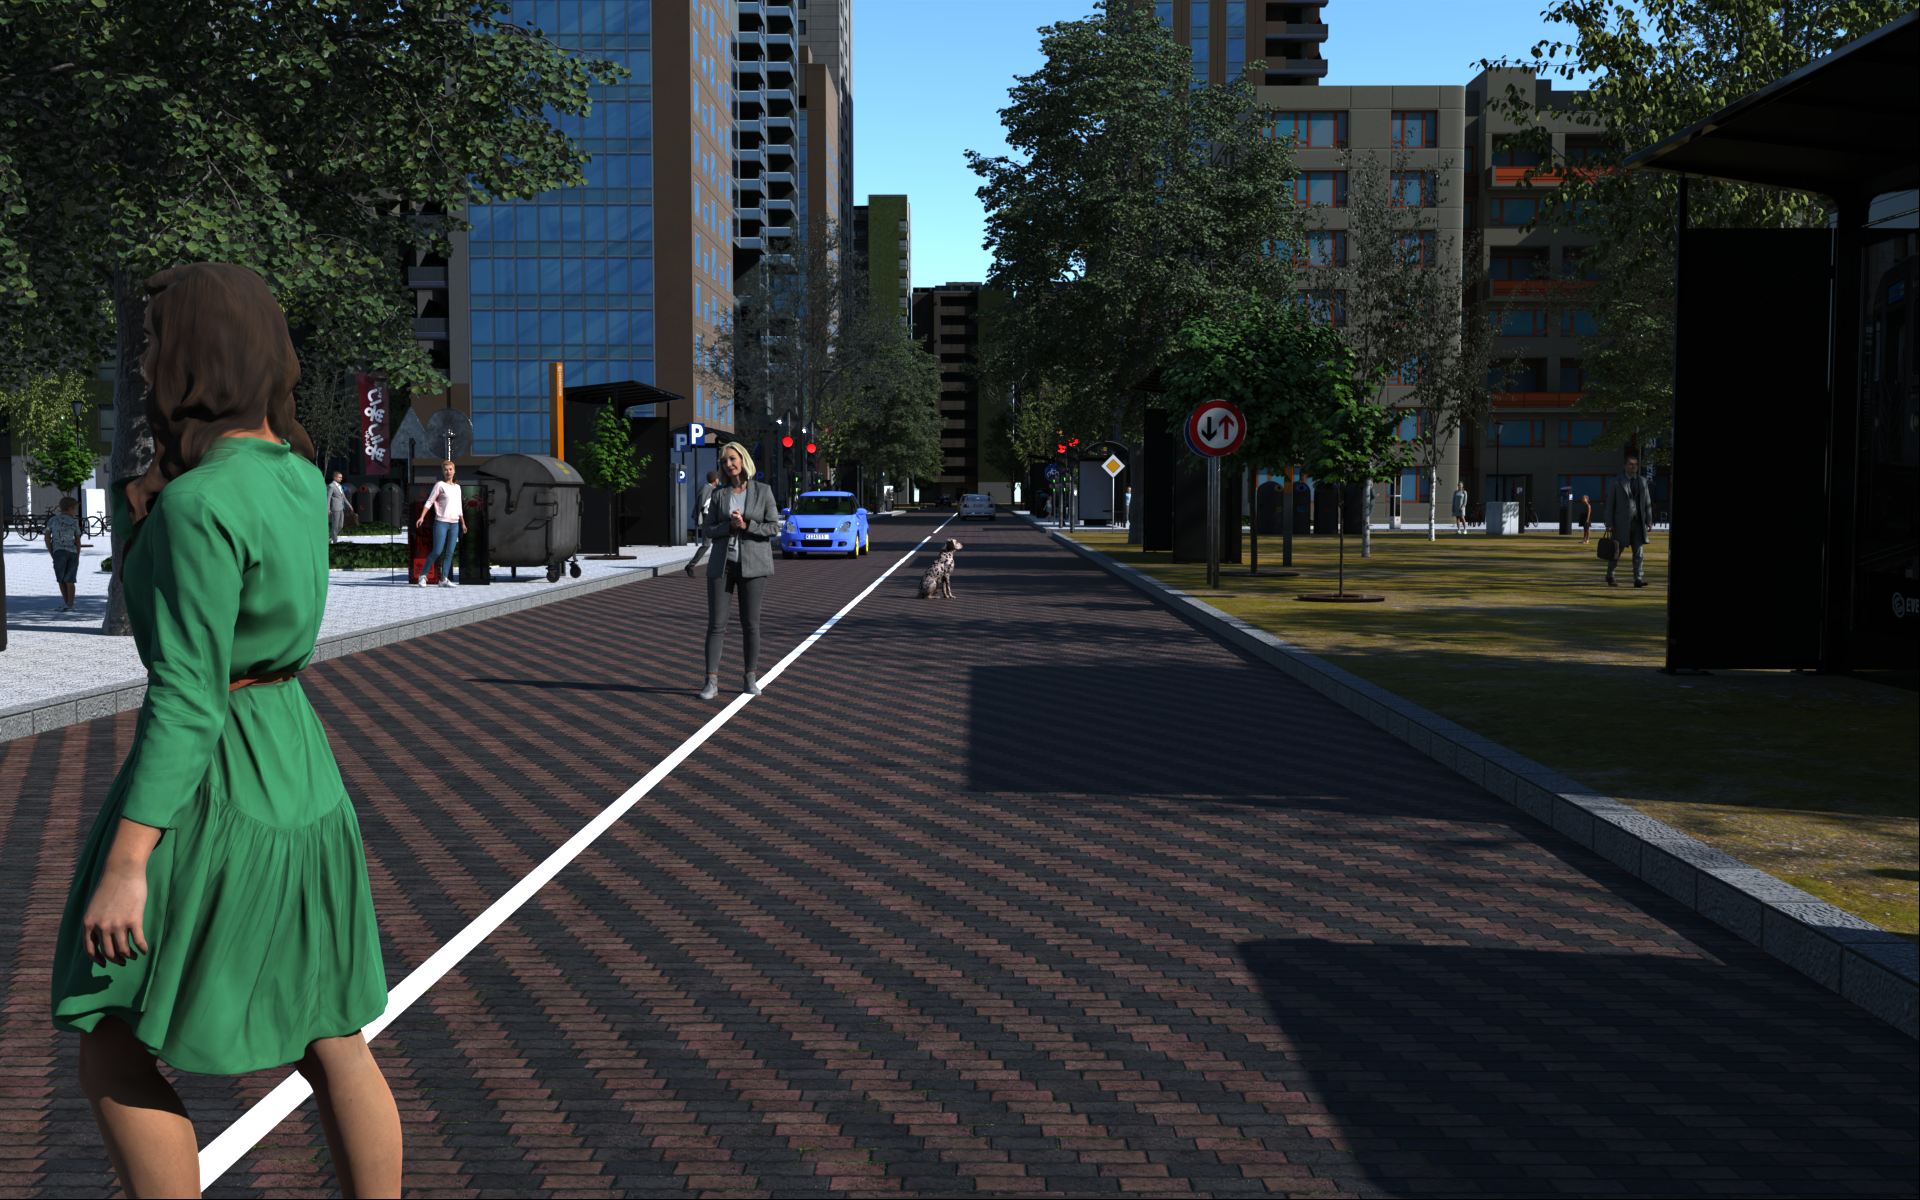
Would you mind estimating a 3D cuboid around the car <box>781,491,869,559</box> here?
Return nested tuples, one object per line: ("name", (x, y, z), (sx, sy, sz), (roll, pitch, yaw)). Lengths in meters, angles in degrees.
("car", (-3.044, -1.822, 39.376), (1.945, 1.707, 3.694), (0, 4, 2))

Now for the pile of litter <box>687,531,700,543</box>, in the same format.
("pile of litter", (-7.472, -1.955, 45.931), (1.176, 0.858, 1.719), (2, 4, 34))

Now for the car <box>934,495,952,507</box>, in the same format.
("car", (-1.801, -10.794, 189.067), (1.945, 1.354, 3.894), (0, 4, 1))

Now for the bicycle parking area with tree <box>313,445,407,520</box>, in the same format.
("bicycle parking area with tree", (-27.825, -5.460, 76.265), (8.231, 4.147, 9.016), (2, 4, 27))

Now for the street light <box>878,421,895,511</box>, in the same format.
("street light", (-4.871, -8.422, 110.232), (1.470, 5.913, 1.316), (0, 4, 1))

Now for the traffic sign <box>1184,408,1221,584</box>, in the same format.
("traffic sign", (3.554, -1.496, 24.567), (0.768, 2.556, 0.104), (0, 4, 7))

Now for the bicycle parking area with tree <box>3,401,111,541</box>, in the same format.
("bicycle parking area with tree", (-27.277, -3.898, 50.740), (9.016, 4.147, 8.231), (1, 4, 19))

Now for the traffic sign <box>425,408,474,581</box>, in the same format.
("traffic sign", (-7.559, -1.560, 25.613), (0.768, 2.556, 0.104), (1, 4, 10))

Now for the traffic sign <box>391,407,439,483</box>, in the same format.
("traffic sign", (-8.209, -1.584, 25.896), (0.884, 2.594, 0.081), (1, 4, 9))

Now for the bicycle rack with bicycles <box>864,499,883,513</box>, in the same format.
("bicycle rack with bicycles", (-6.790, -6.272, 115.932), (2.925, 0.926, 2.852), (0, 4, 7))

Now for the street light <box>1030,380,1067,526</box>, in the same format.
("street light", (3.600, -5.964, 70.060), (1.470, 5.913, 1.316), (0, 4, 1))

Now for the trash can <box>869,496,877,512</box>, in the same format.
("trash can", (-6.110, -6.771, 122.366), (0.748, 1.137, 0.748), (0, 3, 0))

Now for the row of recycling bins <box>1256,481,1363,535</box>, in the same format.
("row of recycling bins", (11.242, -2.953, 55.392), (3.534, 1.692, 1.069), (0, 4, -3))

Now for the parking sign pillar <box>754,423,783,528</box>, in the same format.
("parking sign pillar", (-7.385, -4.694, 65.217), (1.447, 3.967, 1.447), (0, 4, 7))

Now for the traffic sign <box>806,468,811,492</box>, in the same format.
("traffic sign", (-7.481, -5.210, 85.296), (0.768, 2.556, 0.104), (0, 4, 7))

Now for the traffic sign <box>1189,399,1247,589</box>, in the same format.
("traffic sign", (3.474, -1.425, 23.411), (0.768, 2.556, 0.104), (0, 4, 7))

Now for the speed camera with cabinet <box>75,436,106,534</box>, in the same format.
("speed camera with cabinet", (-28.316, -3.791, 56.318), (0.660, 3.252, 2.038), (-3, 4, -36))

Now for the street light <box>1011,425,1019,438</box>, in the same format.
("street light", (4.290, -8.780, 116.090), (1.470, 5.913, 1.316), (0, 4, 1))

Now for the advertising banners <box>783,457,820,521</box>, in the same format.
("advertising banners", (-7.611, -5.324, 83.233), (2.074, 3.025, 0.090), (2, 4, 27))

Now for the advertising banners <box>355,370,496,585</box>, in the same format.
("advertising banners", (-7.563, -1.730, 24.471), (2.074, 3.025, 0.090), (1, 4, 11))

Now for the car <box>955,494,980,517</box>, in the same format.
("car", (0.711, -6.070, 109.465), (2.015, 1.641, 3.980), (0, 4, -1))

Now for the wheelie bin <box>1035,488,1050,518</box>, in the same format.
("wheelie bin", (4.394, -5.143, 91.999), (0.693, 1.594, 0.980), (-2, 4, -34))

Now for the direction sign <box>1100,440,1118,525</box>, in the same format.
("direction sign", (6.252, -4.935, 72.688), (0.876, 3.537, 0.379), (-2, 4, -28))

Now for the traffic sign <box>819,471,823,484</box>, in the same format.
("traffic sign", (-7.752, -5.685, 93.053), (0.768, 2.556, 0.104), (1, 4, 10))

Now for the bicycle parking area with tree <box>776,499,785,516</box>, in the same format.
("bicycle parking area with tree", (-14.218, -7.182, 104.431), (8.231, 4.147, 9.016), (0, 4, 6))

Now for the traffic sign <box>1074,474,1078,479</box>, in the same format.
("traffic sign", (6.526, -6.180, 100.778), (0.795, 2.593, 0.064), (0, 4, 3))

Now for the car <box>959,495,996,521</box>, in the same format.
("car", (0.963, -5.005, 94.191), (2.083, 1.381, 4.827), (0, 4, -1))

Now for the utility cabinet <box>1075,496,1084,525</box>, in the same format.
("utility cabinet", (4.965, -3.784, 73.031), (0.306, 1.237, 1.020), (-1, 4, -20))

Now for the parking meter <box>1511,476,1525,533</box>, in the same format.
("parking meter", (18.181, -3.102, 56.424), (0.399, 1.863, 0.255), (0, 4, 7))

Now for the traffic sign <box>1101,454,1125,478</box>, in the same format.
("traffic sign", (5.037, -3.489, 56.776), (0.795, 2.593, 0.064), (0, 4, 8))

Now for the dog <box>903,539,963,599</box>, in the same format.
("dog", (-0.415, -0.429, 23.845), (0.800, 0.831, 0.513), (1, 4, 20))

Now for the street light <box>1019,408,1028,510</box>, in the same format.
("street light", (4.051, -7.384, 93.273), (1.470, 5.913, 1.316), (0, 4, 1))

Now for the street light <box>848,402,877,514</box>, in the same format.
("street light", (-5.118, -7.055, 87.898), (1.470, 5.913, 1.316), (0, 4, 1))

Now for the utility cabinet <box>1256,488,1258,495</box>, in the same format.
("utility cabinet", (11.462, -3.411, 64.455), (1.173, 1.500, 0.318), (1, 4, 15))

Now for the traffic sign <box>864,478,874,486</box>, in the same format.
("traffic sign", (-7.215, -8.390, 137.281), (0.768, 2.556, 0.104), (1, 4, 8))

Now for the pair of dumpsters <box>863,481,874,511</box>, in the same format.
("pair of dumpsters", (-7.055, -7.716, 128.650), (1.574, 2.255, 4.437), (0, 4, 1))

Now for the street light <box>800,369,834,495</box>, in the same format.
("street light", (-5.379, -5.636, 64.688), (1.470, 5.913, 1.316), (0, 4, 1))

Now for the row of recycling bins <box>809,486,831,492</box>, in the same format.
("row of recycling bins", (-7.074, -4.958, 88.171), (1.069, 1.692, 3.534), (0, 4, 1))

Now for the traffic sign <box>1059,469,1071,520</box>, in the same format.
("traffic sign", (5.245, -5.244, 85.850), (0.768, 2.556, 0.104), (0, 4, 8))

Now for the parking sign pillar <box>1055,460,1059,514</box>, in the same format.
("parking sign pillar", (6.366, -7.600, 112.725), (1.447, 3.967, 1.447), (2, 4, 26))

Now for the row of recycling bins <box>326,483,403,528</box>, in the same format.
("row of recycling bins", (-22.786, -3.568, 65.443), (3.534, 1.692, 1.069), (0, 4, 6))

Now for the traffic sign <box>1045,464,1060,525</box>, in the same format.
("traffic sign", (3.957, -4.436, 72.639), (0.768, 2.556, 0.104), (1, 4, 8))

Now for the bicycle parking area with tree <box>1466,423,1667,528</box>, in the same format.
("bicycle parking area with tree", (24.239, -5.031, 69.267), (8.231, 4.147, 9.016), (2, 4, 30))

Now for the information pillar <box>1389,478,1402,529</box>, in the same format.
("information pillar", (16.029, -3.625, 63.753), (0.304, 2.012, 0.304), (-1, 4, -22))

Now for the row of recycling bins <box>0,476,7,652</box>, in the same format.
("row of recycling bins", (-8.043, -0.341, 12.693), (1.069, 1.692, 3.534), (-1, 4, -9))

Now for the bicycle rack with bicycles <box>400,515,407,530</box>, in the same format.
("bicycle rack with bicycles", (-16.938, -2.632, 56.419), (2.925, 0.926, 2.852), (2, 4, 28))
